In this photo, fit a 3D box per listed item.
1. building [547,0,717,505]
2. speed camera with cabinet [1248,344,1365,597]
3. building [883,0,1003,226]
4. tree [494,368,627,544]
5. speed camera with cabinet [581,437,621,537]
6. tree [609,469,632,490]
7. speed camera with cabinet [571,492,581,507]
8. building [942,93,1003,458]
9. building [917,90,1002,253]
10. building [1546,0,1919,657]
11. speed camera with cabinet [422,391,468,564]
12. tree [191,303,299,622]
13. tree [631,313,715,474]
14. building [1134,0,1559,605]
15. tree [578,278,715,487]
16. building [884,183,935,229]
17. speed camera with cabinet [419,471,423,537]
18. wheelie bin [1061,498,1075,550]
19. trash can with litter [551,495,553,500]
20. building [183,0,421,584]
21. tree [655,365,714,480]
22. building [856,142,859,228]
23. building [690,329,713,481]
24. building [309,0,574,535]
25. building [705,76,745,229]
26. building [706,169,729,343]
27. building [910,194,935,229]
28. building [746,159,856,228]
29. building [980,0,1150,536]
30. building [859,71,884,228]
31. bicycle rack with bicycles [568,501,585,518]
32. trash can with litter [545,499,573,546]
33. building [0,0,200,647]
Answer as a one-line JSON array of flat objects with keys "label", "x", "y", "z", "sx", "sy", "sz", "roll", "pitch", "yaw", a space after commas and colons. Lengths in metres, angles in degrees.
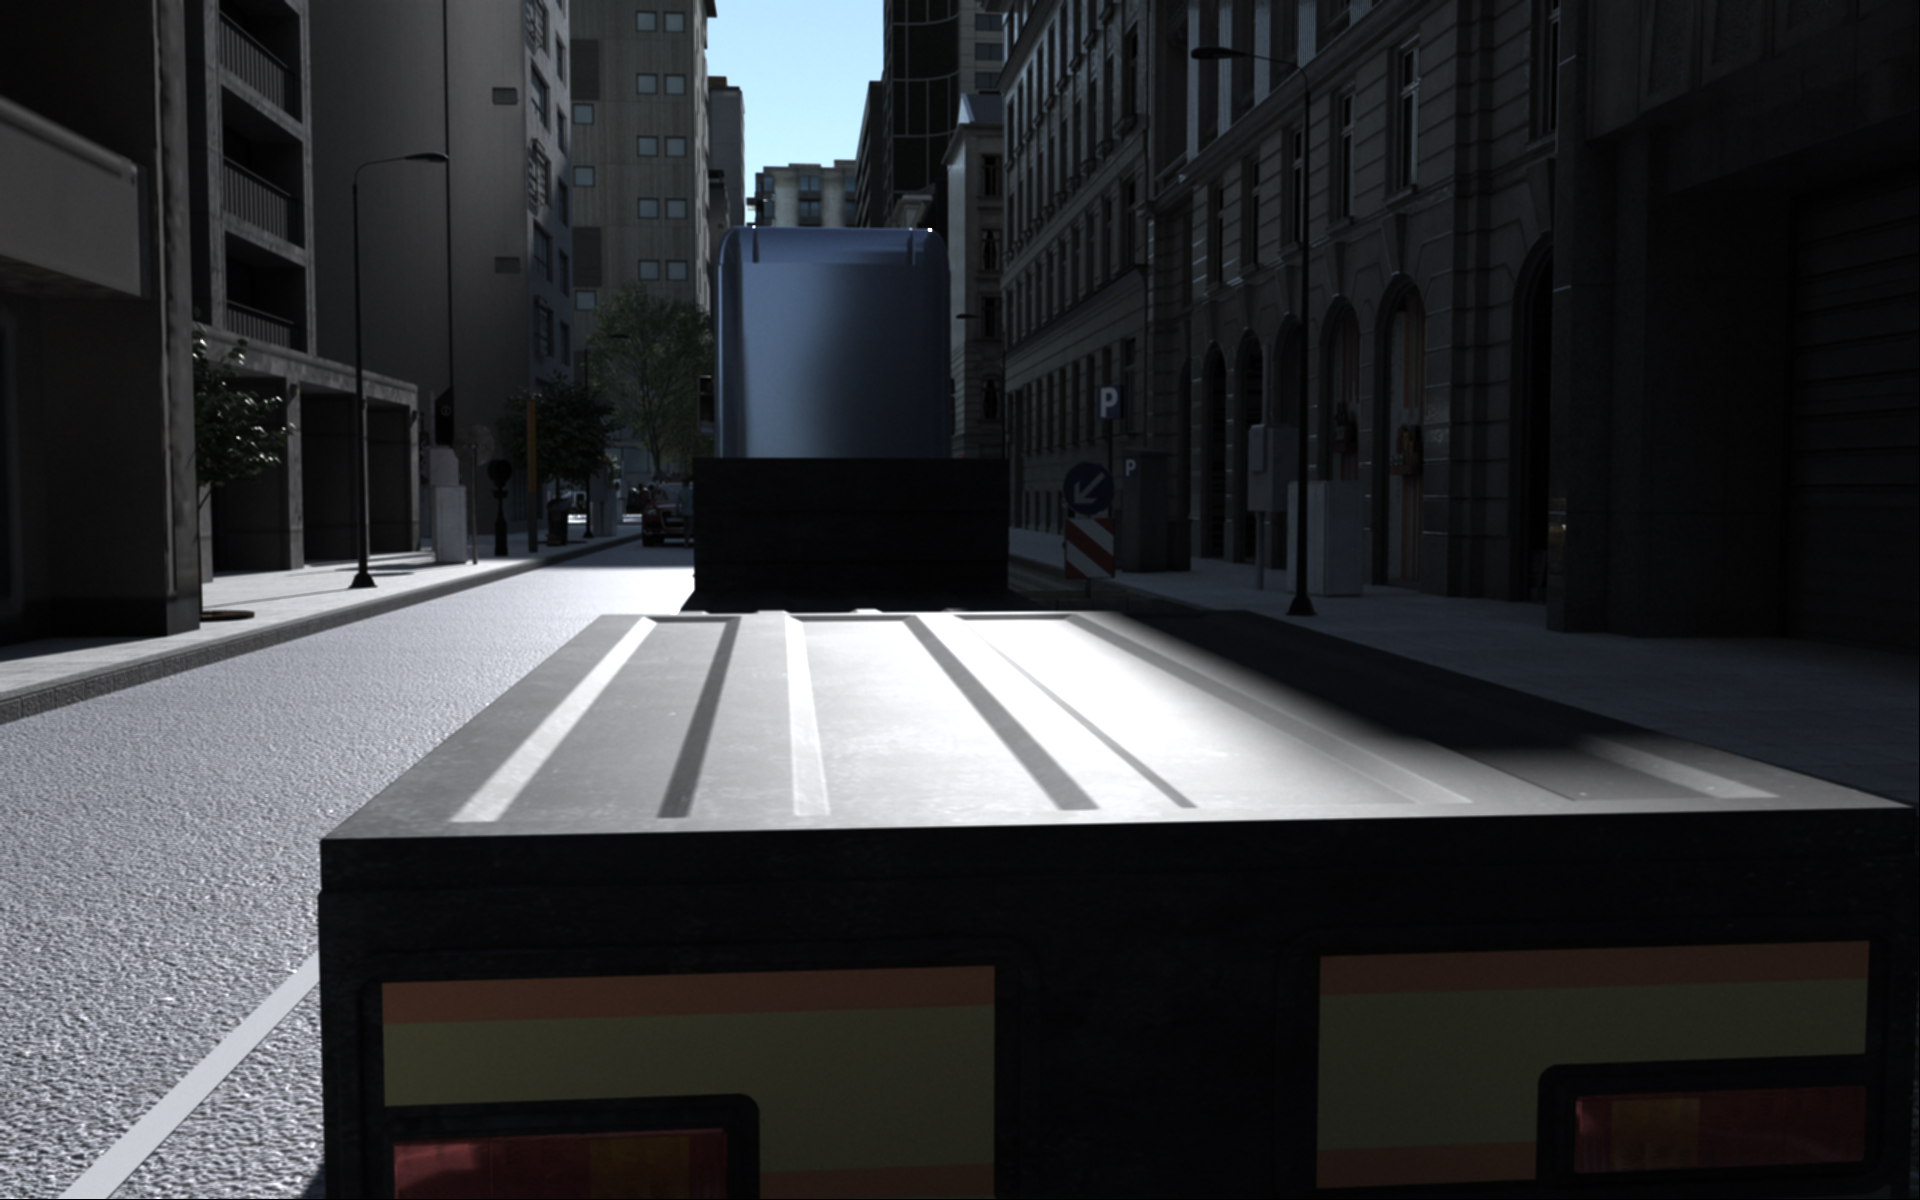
[{"label": "building", "x": -37.910, "y": -35.201, "z": 164.771, "sx": 28.713, "sy": 52.752, "sz": 27.495, "roll": 0, "pitch": 4, "yaw": -5}, {"label": "speed camera with cabinet", "x": 4.456, "y": -1.716, "z": 22.386, "sx": 0.660, "sy": 3.252, "sz": 2.038, "roll": -1, "pitch": 4, "yaw": -19}, {"label": "building", "x": 0.823, "y": -45.027, "z": 174.448, "sx": 20.563, "sy": 71.187, "sz": 20.611, "roll": 0, "pitch": 4, "yaw": -5}, {"label": "tree", "x": -10.460, "y": -3.774, "z": 45.414, "sx": 4.285, "sy": 4.588, "sz": 4.351, "roll": 0, "pitch": 3, "yaw": 0}, {"label": "speed camera with cabinet", "x": -10.850, "y": -3.548, "z": 52.353, "sx": 0.660, "sy": 3.252, "sz": 2.038, "roll": 0, "pitch": 4, "yaw": -1}, {"label": "tree", "x": -26.521, "y": -8.631, "z": 135.719, "sx": 1.663, "sy": 3.219, "sz": 1.824, "roll": 0, "pitch": 3, "yaw": 0}, {"label": "speed camera with cabinet", "x": -27.493, "y": -8.120, "z": 127.091, "sx": 2.038, "sy": 3.252, "sz": 0.660, "roll": -3, "pitch": 5, "yaw": -41}, {"label": "building", "x": 8.579, "y": -14.532, "z": 86.742, "sx": 18.267, "sy": 20.994, "sz": 9.793, "roll": 0, "pitch": 4, "yaw": -5}, {"label": "building", "x": 4.131, "y": -16.768, "z": 103.833, "sx": 12.332, "sy": 23.373, "sz": 15.834, "roll": 0, "pitch": 4, "yaw": -5}, {"label": "building", "x": 12.449, "y": -11.515, "z": 6.289, "sx": 12.078, "sy": 24.808, "sz": 19.932, "roll": 0, "pitch": 4, "yaw": -5}, {"label": "speed camera with cabinet", "x": -9.675, "y": -2.342, "z": 32.622, "sx": 0.660, "sy": 3.252, "sz": 2.038, "roll": -1, "pitch": 4, "yaw": -21}, {"label": "tree", "x": -7.773, "y": -1.408, "z": 17.627, "sx": 1.663, "sy": 3.219, "sz": 1.824, "roll": 0, "pitch": 3, "yaw": 0}, {"label": "tree", "x": -16.713, "y": -11.657, "z": 108.723, "sx": 7.486, "sy": 12.596, "sz": 7.792, "roll": 0, "pitch": 3, "yaw": 0}, {"label": "building", "x": 11.227, "y": -11.415, "z": 28.443, "sx": 13.314, "sy": 21.916, "sz": 24.055, "roll": 0, "pitch": 4, "yaw": -5}, {"label": "tree", "x": -14.971, "y": -9.731, "z": 84.851, "sx": 9.928, "sy": 11.665, "sz": 9.643, "roll": 0, "pitch": 3, "yaw": 0}, {"label": "building", "x": 1.034, "y": -21.786, "z": 143.588, "sx": 14.401, "sy": 28.519, "sz": 23.554, "roll": 0, "pitch": 4, "yaw": -5}, {"label": "speed camera with cabinet", "x": -15.665, "y": -3.453, "z": 50.797, "sx": 0.660, "sy": 3.252, "sz": 2.038, "roll": 2, "pitch": 4, "yaw": 28}, {"label": "wheelie bin", "x": 2.671, "y": -1.915, "z": 39.217, "sx": 0.693, "sy": 1.594, "sz": 0.980, "roll": -1, "pitch": 4, "yaw": -9}, {"label": "trash can with litter", "x": -30.662, "y": -7.212, "z": 128.972, "sx": 2.233, "sy": 1.210, "sz": 1.678, "roll": -1, "pitch": 4, "yaw": -23}, {"label": "building", "x": -21.924, "y": -36.286, "z": 31.528, "sx": 20.563, "sy": 71.187, "sz": 20.611, "roll": 0, "pitch": 4, "yaw": -5}, {"label": "tree", "x": -15.588, "y": -9.104, "z": 99.215, "sx": 4.737, "sy": 8.622, "sz": 4.395, "roll": 0, "pitch": 3, "yaw": 0}, {"label": "building", "x": -2.030, "y": -36.339, "z": 217.845, "sx": 21.300, "sy": 48.544, "sz": 21.600, "roll": 0, "pitch": 4, "yaw": -5}, {"label": "building", "x": -41.319, "y": -21.344, "z": 194.015, "sx": 27.650, "sy": 21.520, "sz": 28.899, "roll": 0, "pitch": 4, "yaw": -5}, {"label": "building", "x": -20.958, "y": -22.983, "z": 59.366, "sx": 14.086, "sy": 41.232, "sz": 14.154, "roll": 0, "pitch": 4, "yaw": -5}, {"label": "building", "x": -44.715, "y": -43.090, "z": 246.512, "sx": 28.212, "sy": 58.520, "sz": 21.231, "roll": 0, "pitch": 4, "yaw": -5}, {"label": "building", "x": -36.130, "y": -32.744, "z": 218.952, "sx": 14.086, "sy": 41.232, "sz": 14.154, "roll": 0, "pitch": 4, "yaw": -5}, {"label": "building", "x": 2.106, "y": -17.930, "z": 122.040, "sx": 11.050, "sy": 23.489, "sz": 19.941, "roll": 0, "pitch": 4, "yaw": -5}, {"label": "building", "x": -15.361, "y": -38.604, "z": 250.790, "sx": 30.456, "sy": 49.044, "sz": 23.786, "roll": 0, "pitch": 4, "yaw": -5}, {"label": "building", "x": 10.244, "y": -13.588, "z": 55.446, "sx": 16.112, "sy": 22.955, "sz": 30.059, "roll": 0, "pitch": 4, "yaw": -5}, {"label": "building", "x": -0.002, "y": -35.016, "z": 196.221, "sx": 21.300, "sy": 48.544, "sz": 21.600, "roll": 0, "pitch": 4, "yaw": -5}, {"label": "bicycle rack with bicycles", "x": -22.157, "y": -5.003, "z": 95.176, "sx": 2.852, "sy": 0.926, "sz": 2.925, "roll": -2, "pitch": 4, "yaw": -32}, {"label": "trash can with litter", "x": -9.927, "y": -1.924, "z": 42.838, "sx": 0.624, "sy": 1.170, "sz": 1.055, "roll": 0, "pitch": 4, "yaw": -6}, {"label": "building", "x": -16.828, "y": -23.230, "z": 3.519, "sx": 21.300, "sy": 48.544, "sz": 21.600, "roll": 0, "pitch": 4, "yaw": -5}]
